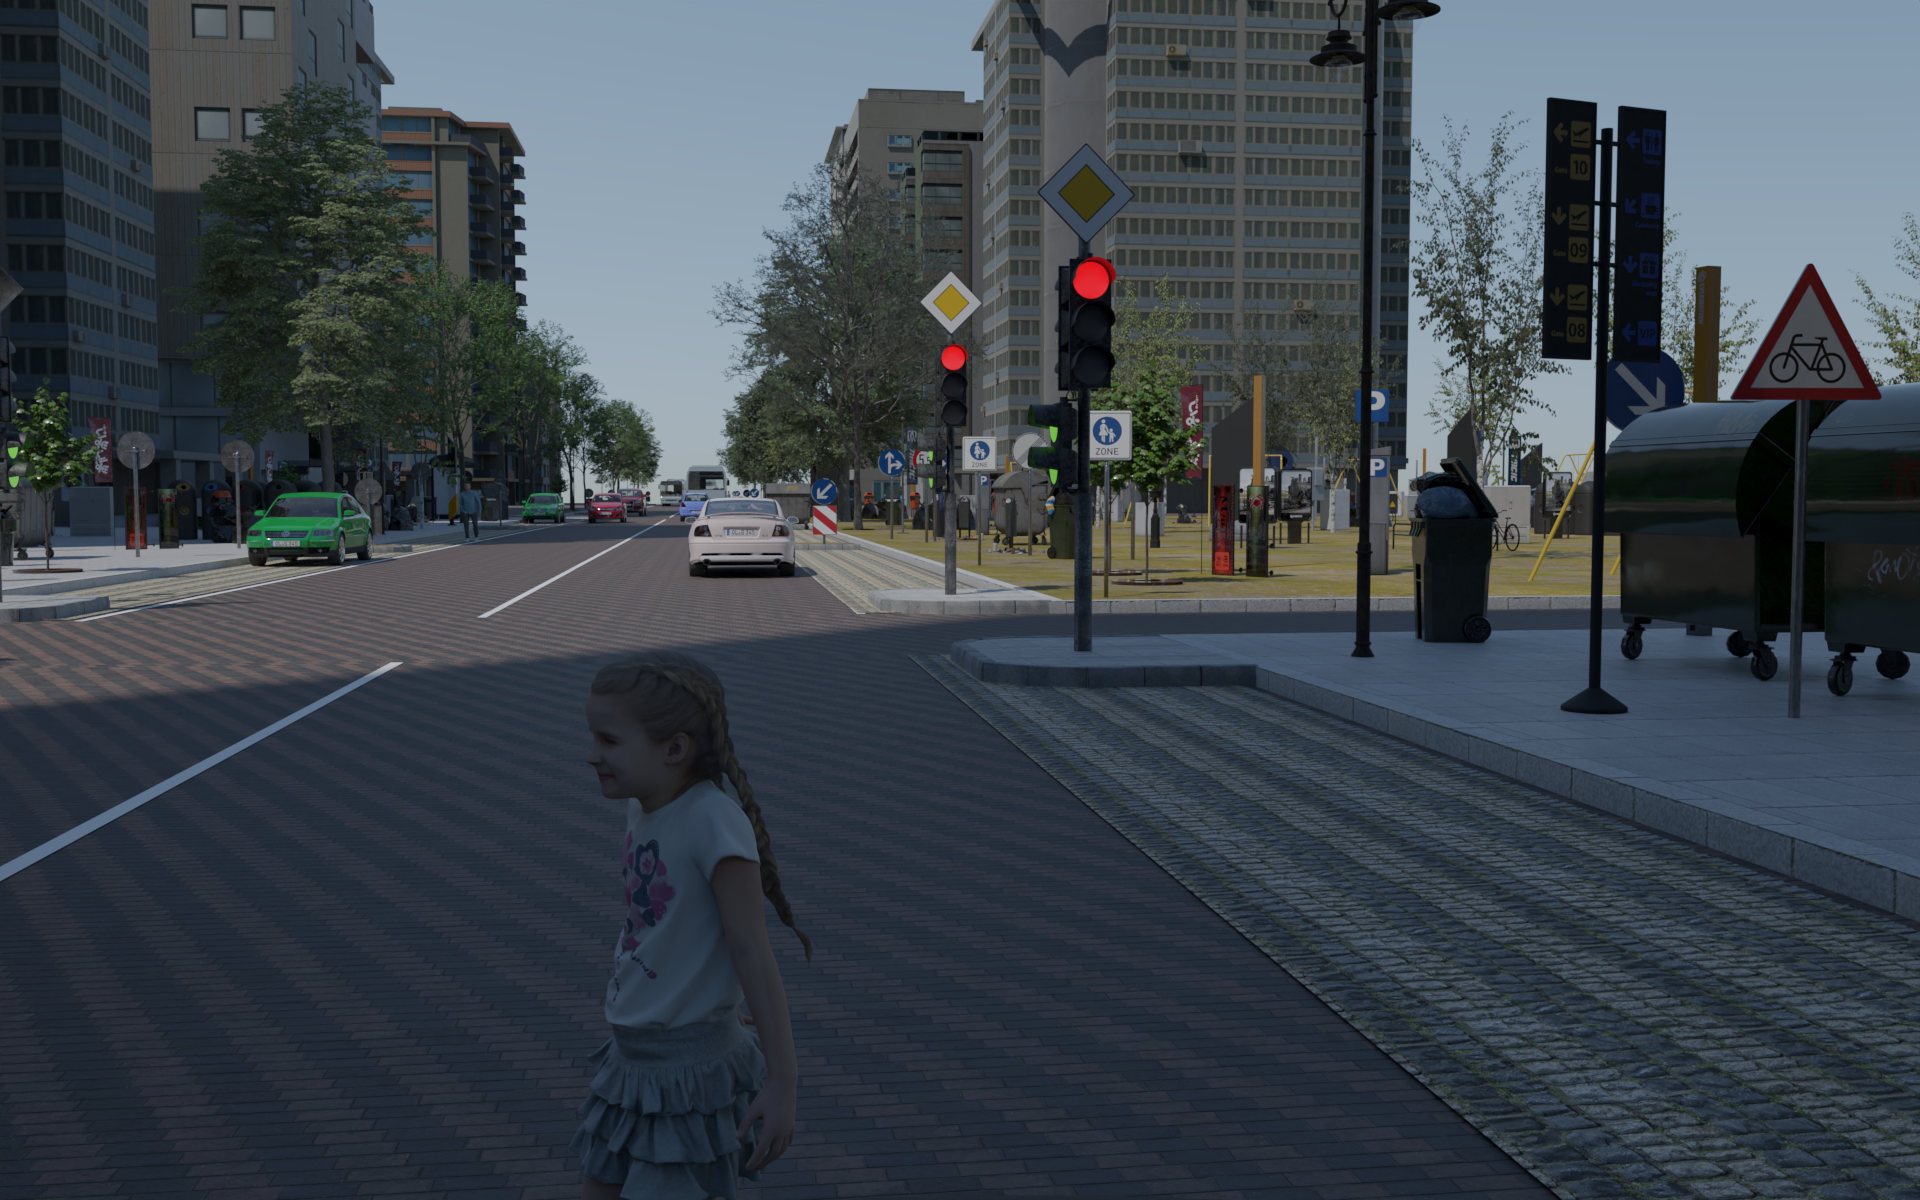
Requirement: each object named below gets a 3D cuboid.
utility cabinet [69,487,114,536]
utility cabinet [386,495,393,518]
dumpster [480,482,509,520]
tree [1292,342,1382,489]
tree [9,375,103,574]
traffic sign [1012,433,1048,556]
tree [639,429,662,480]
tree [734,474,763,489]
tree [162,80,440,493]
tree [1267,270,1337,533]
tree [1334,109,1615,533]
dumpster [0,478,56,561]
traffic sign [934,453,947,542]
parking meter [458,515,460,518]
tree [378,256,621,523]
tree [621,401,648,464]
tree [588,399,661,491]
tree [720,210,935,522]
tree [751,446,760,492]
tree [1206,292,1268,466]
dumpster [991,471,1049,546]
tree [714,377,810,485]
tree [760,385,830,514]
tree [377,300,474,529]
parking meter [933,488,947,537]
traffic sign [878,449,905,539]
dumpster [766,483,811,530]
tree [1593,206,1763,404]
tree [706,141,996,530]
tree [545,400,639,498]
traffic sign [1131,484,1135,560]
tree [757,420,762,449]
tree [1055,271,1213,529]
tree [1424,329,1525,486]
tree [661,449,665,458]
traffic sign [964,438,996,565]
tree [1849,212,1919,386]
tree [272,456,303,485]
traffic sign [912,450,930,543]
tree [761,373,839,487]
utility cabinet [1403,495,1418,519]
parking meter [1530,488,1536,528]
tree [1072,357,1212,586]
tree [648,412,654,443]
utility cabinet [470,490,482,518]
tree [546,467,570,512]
[{"bbox_3d":[-26.206,-2.666,52.270,1.173,1.500,0.318,0,4,-6],"label":"utility cabinet"},{"bbox_3d":[-30.101,-4.901,91.299,1.020,1.237,0.306,-2,4,-25],"label":"utility cabinet"},{"bbox_3d":[-23.001,-4.878,85.517,1.264,1.857,1.865,0,4,-8],"label":"dumpster"},{"bbox_3d":[17.826,-7.976,80.775,4.737,8.622,4.395,0,3,0],"label":"tree"},{"bbox_3d":[-14.795,-2.059,28.259,1.663,3.219,1.824,0,3,0],"label":"tree"},{"bbox_3d":[1.460,-2.196,36.006,0.768,2.556,0.104,0,4,0],"label":"traffic sign"},{"bbox_3d":[-44.192,-18.414,235.487,7.601,10.594,8.767,0,4,5],"label":"tree"},{"bbox_3d":[-28.504,-19.900,243.492,7.486,12.596,7.792,0,3,0],"label":"tree"},{"bbox_3d":[-18.081,-7.953,48.166,7.486,12.596,7.792,0,3,0],"label":"tree"},{"bbox_3d":[12.250,-6.489,56.451,4.360,8.622,3.978,0,3,0],"label":"tree"},{"bbox_3d":[10.328,-5.088,33.557,4.360,8.622,3.978,0,3,0],"label":"tree"},{"bbox_3d":[-18.654,-1.722,33.909,1.264,1.857,1.865,0,4,-8],"label":"dumpster"},{"bbox_3d":[-0.674,-2.854,46.774,0.768,2.556,0.104,0,4,-1],"label":"traffic sign"},{"bbox_3d":[-27.303,-5.223,93.812,0.372,1.533,0.369,0,3,0],"label":"parking meter"},{"bbox_3d":[-22.154,-9.214,76.406,9.928,11.665,9.643,0,3,0],"label":"tree"},{"bbox_3d":[-25.635,-10.848,103.128,9.928,11.665,9.643,0,3,0],"label":"tree"},{"bbox_3d":[-40.392,-17.648,206.666,7.486,12.596,7.792,0,3,0],"label":"tree"},{"bbox_3d":[-5.301,-10.565,79.396,9.857,13.997,8.962,0,3,0],"label":"tree"},{"bbox_3d":[-20.020,-14.080,180.566,4.360,8.622,3.978,0,3,0],"label":"tree"},{"bbox_3d":[11.264,-6.950,63.989,4.360,8.622,3.978,0,3,0],"label":"tree"},{"bbox_3d":[1.545,-2.327,43.810,1.264,1.857,1.865,0,4,-8],"label":"dumpster"},{"bbox_3d":[-18.103,-15.107,164.013,9.611,12.733,9.660,0,3,0],"label":"tree"},{"bbox_3d":[-9.879,-9.885,111.975,4.360,8.622,3.978,0,3,0],"label":"tree"},{"bbox_3d":[-19.753,-6.910,63.348,4.737,8.622,4.395,0,3,0],"label":"tree"},{"bbox_3d":[-0.625,-2.627,51.366,0.372,1.533,0.369,0,3,0],"label":"parking meter"},{"bbox_3d":[-1.927,-2.985,48.904,0.768,2.556,0.104,0,4,-5],"label":"traffic sign"},{"bbox_3d":[-6.847,-3.715,68.956,1.865,1.857,1.264,0,4,-7],"label":"dumpster"},{"bbox_3d":[17.850,-5.751,44.388,4.737,8.622,4.395,0,3,0],"label":"tree"},{"bbox_3d":[-3.762,-9.239,61.422,12.009,13.543,11.850,0,3,0],"label":"tree"},{"bbox_3d":[-33.652,-13.425,153.908,7.601,10.594,8.767,-2,4,-25],"label":"tree"},{"bbox_3d":[3.374,-2.057,33.744,0.768,2.556,0.104,0,4,-4],"label":"traffic sign"},{"bbox_3d":[-13.650,-11.149,132.640,4.737,8.622,4.395,0,3,0],"label":"tree"},{"bbox_3d":[6.022,-6.503,56.687,4.737,8.622,4.395,0,3,0],"label":"tree"},{"bbox_3d":[21.838,-7.471,72.520,4.737,8.622,4.395,0,3,0],"label":"tree"},{"bbox_3d":[-46.979,-20.446,252.425,7.486,12.596,7.792,0,3,0],"label":"tree"},{"bbox_3d":[0.351,-1.769,31.056,0.606,2.300,0.079,0,4,-4],"label":"traffic sign"},{"bbox_3d":[24.829,-5.716,43.817,4.737,8.622,4.395,0,3,0],"label":"tree"},{"bbox_3d":[-34.209,-5.707,87.904,1.663,3.219,1.824,0,3,0],"label":"tree"},{"bbox_3d":[-0.881,-2.793,45.772,0.768,2.556,0.104,0,4,-6],"label":"traffic sign"},{"bbox_3d":[-8.136,-9.064,98.555,4.737,8.622,4.395,0,3,0],"label":"tree"},{"bbox_3d":[23.022,-4.708,88.129,1.020,1.237,0.306,-2,4,-34],"label":"utility cabinet"},{"bbox_3d":[21.793,-3.499,65.624,0.372,1.533,0.369,0,3,0],"label":"parking meter"},{"bbox_3d":[2.785,-1.832,24.557,1.663,3.219,1.824,0,3,0],"label":"tree"},{"bbox_3d":[-37.172,-15.944,186.435,9.928,11.665,9.643,0,3,0],"label":"tree"},{"bbox_3d":[-26.229,-5.195,93.616,1.173,1.500,0.318,3,5,41],"label":"utility cabinet"},{"bbox_3d":[-28.771,-7.896,123.708,1.663,3.219,1.824,0,3,0],"label":"tree"}]
